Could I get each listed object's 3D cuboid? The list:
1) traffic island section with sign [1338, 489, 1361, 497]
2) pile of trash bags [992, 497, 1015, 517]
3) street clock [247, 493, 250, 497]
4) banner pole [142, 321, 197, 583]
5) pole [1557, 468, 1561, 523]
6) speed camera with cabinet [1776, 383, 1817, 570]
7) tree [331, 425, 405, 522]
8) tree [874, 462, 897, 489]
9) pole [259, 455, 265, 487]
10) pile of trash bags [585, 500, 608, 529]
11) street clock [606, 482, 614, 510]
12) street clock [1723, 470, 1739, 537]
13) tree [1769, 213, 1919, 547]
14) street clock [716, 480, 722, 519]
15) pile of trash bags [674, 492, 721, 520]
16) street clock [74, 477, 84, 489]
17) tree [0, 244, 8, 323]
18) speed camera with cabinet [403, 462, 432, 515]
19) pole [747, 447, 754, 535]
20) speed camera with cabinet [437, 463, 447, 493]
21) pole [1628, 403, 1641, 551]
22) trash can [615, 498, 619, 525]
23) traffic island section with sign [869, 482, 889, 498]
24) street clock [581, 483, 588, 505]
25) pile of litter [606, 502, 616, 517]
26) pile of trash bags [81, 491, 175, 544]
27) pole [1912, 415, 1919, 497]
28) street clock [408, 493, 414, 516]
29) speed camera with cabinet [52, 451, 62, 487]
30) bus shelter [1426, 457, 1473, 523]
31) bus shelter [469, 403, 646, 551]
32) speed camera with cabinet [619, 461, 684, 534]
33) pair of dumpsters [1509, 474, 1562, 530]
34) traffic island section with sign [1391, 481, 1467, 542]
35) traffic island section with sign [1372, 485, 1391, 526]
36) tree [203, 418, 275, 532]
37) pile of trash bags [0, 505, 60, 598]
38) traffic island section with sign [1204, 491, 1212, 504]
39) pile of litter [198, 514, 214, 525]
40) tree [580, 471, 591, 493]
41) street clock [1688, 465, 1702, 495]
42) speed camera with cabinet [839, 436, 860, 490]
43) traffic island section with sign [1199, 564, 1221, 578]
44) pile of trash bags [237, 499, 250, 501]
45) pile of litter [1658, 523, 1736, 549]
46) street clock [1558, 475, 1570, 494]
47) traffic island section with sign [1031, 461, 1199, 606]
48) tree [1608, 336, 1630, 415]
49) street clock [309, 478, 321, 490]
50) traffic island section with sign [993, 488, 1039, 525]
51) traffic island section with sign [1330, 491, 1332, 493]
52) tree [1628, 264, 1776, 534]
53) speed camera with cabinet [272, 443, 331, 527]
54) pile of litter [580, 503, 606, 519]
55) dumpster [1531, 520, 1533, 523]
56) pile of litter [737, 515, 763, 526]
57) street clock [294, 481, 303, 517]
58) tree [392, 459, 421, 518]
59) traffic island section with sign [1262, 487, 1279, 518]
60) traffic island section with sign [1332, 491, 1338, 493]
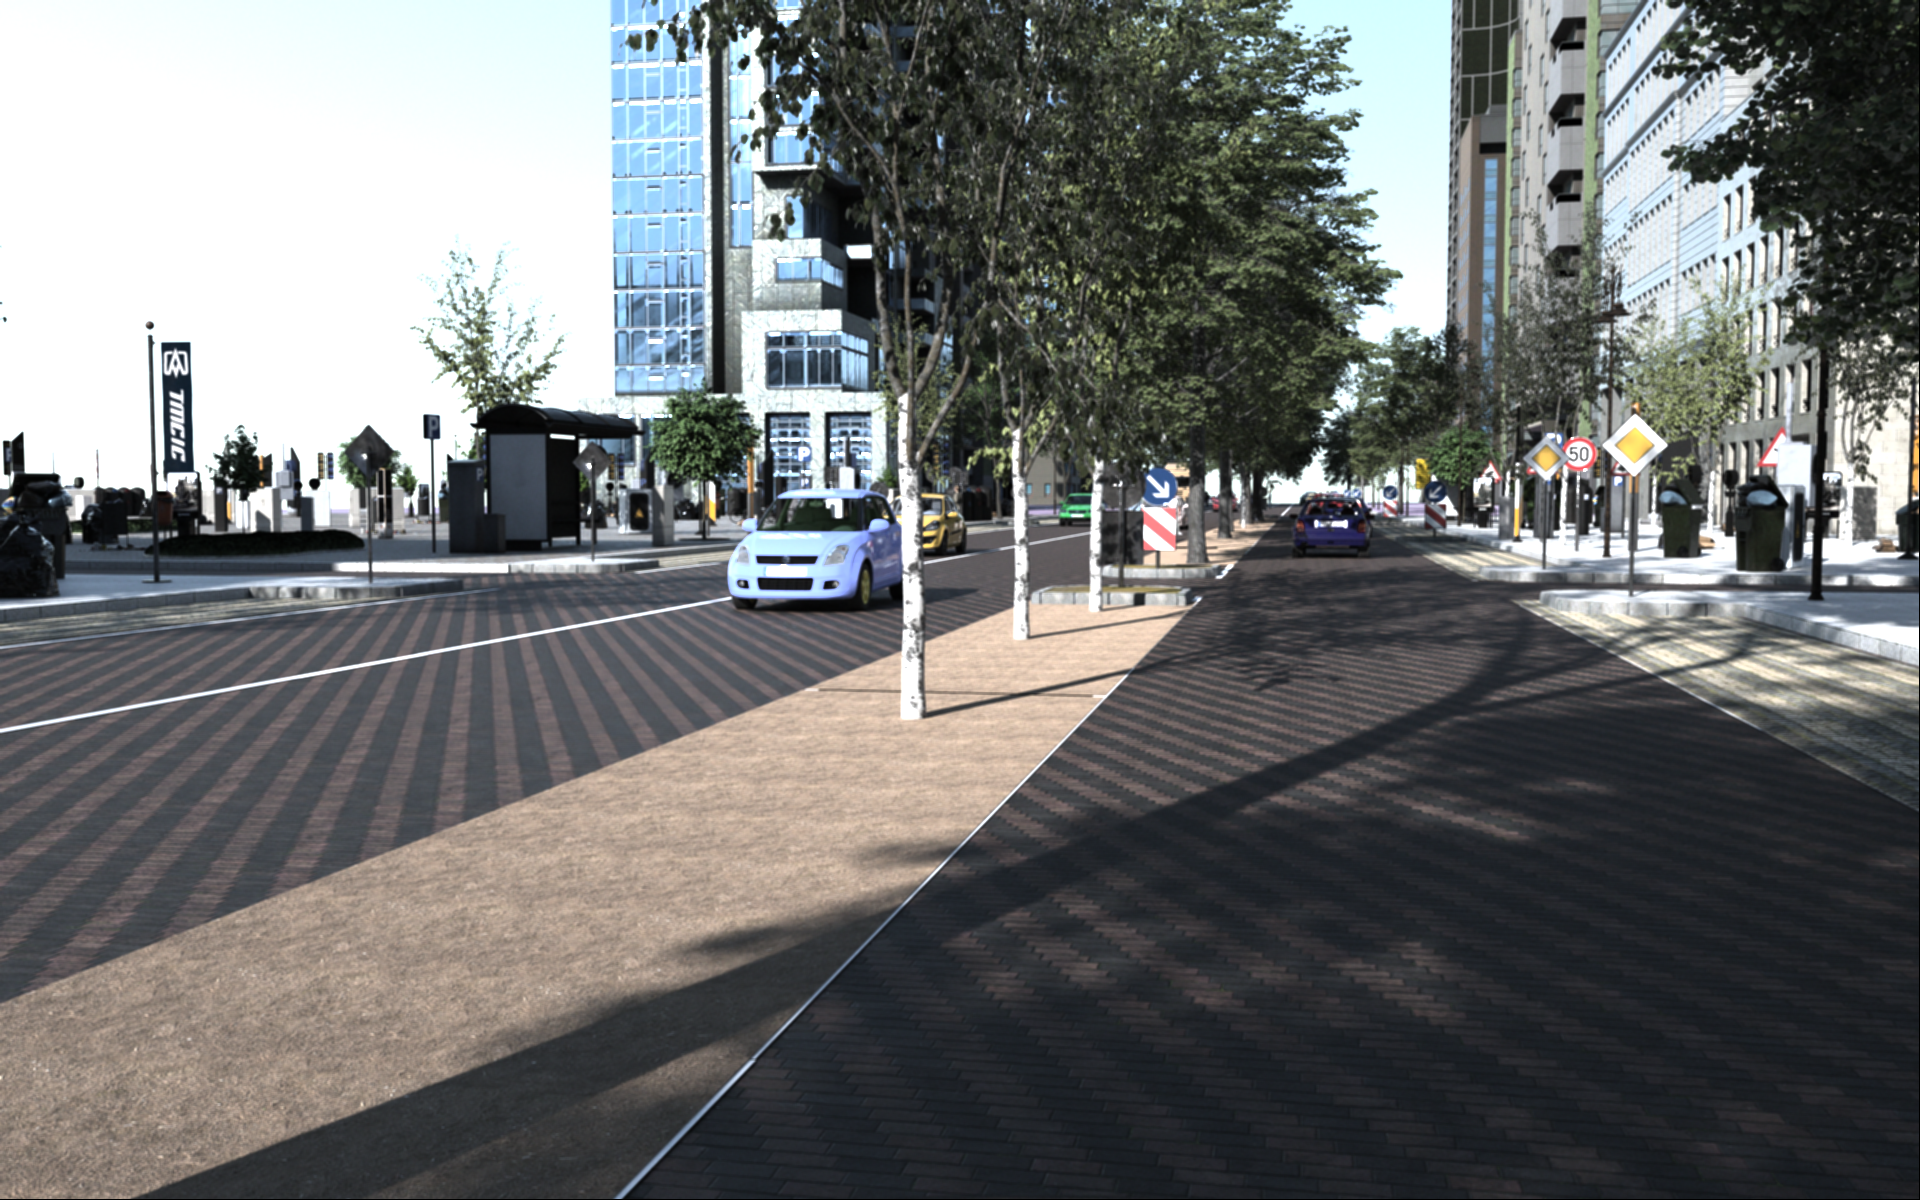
[{"bbox_3d":[28.992,-7.247,127.119,1.989,1.847,2.006,1,4,11],"label":"traffic island section with sign"},{"bbox_3d":[1.553,-5.385,97.789,3.447,1.369,1.912,-1,4,-9],"label":"pile of trash bags"},{"bbox_3d":[-48.197,-6.926,117.806,0.471,2.002,0.358,2,4,28],"label":"street clock"},{"bbox_3d":[-11.473,-2.145,25.096,0.863,3.779,0.401,0,4,7],"label":"banner pole"},{"bbox_3d":[24.392,-4.692,70.549,0.158,3.312,0.155,0,3,0],"label":"pole"},{"bbox_3d":[14.473,-2.194,30.207,0.660,3.252,2.038,3,4,38],"label":"speed camera with cabinet"},{"bbox_3d":[-27.852,-5.963,81.207,4.285,4.588,4.351,0,3,0],"label":"tree"},{"bbox_3d":[-4.390,-6.703,104.195,1.663,3.219,1.824,0,3,0],"label":"tree"},{"bbox_3d":[-36.108,-5.859,89.644,0.158,3.312,0.155,0,3,0],"label":"pole"},{"bbox_3d":[-14.854,-3.376,64.958,3.447,1.369,1.912,0,4,2],"label":"pile of trash bags"},{"bbox_3d":[-21.730,-6.298,107.537,0.471,2.002,0.358,-2,4,-34],"label":"street clock"},{"bbox_3d":[23.081,-2.895,51.907,0.358,2.002,0.471,-1,4,-10],"label":"street clock"},{"bbox_3d":[21.980,-5.609,42.065,4.360,8.622,3.978,0,3,0],"label":"tree"},{"bbox_3d":[-14.049,-5.773,98.962,0.358,2.002,0.471,3,4,37],"label":"street clock"},{"bbox_3d":[-13.256,-4.712,86.787,1.912,1.369,3.447,2,4,35],"label":"pile of trash bags"},{"bbox_3d":[-36.662,-4.131,72.115,0.471,2.002,0.358,3,4,36],"label":"street clock"},{"bbox_3d":[-22.981,-5.364,38.060,4.737,8.622,4.395,0,3,0],"label":"tree"},{"bbox_3d":[-33.838,-6.929,107.630,2.038,3.252,0.660,-2,4,-27],"label":"speed camera with cabinet"},{"bbox_3d":[-6.497,-3.662,53.725,0.158,3.312,0.155,0,3,0],"label":"pole"},{"bbox_3d":[-33.881,-7.162,111.438,2.038,3.252,0.660,-3,4,-36],"label":"speed camera with cabinet"},{"bbox_3d":[15.102,-2.748,38.780,0.158,3.312,0.155,0,3,0],"label":"pole"},{"bbox_3d":[-13.377,-3.508,69.008,0.748,1.137,0.748,0,3,0],"label":"trash can"},{"bbox_3d":[-2.638,-2.821,54.755,1.989,1.847,2.006,1,4,11],"label":"traffic island section with sign"},{"bbox_3d":[-18.534,-4.948,85.470,0.471,2.002,0.358,-2,4,-33],"label":"street clock"},{"bbox_3d":[-19.700,-5.209,99.138,1.719,0.858,1.176,0,4,-4],"label":"pile of litter"},{"bbox_3d":[-22.397,-2.177,45.348,3.447,1.369,1.912,-1,4,-15],"label":"pile of trash bags"},{"bbox_3d":[24.716,-3.117,44.811,0.158,3.312,0.155,0,3,0],"label":"pole"},{"bbox_3d":[-30.992,-5.700,97.770,0.358,2.002,0.471,1,4,9],"label":"street clock"},{"bbox_3d":[-42.579,-5.232,79.877,2.038,3.252,0.660,-1,4,-21],"label":"speed camera with cabinet"},{"bbox_3d":[22.582,-5.239,79.573,2.014,3.302,5.546,1,4,11],"label":"bus shelter"},{"bbox_3d":[-9.451,-2.898,41.305,2.014,3.302,5.546,1,4,11],"label":"bus shelter"},{"bbox_3d":[-9.956,-3.763,55.856,2.038,3.252,0.660,-2,4,-35],"label":"speed camera with cabinet"},{"bbox_3d":[21.336,-3.771,64.146,1.574,2.255,4.437,1,4,11],"label":"pair of dumpsters"},{"bbox_3d":[14.117,-2.656,52.049,1.989,1.847,2.006,1,4,11],"label":"traffic island section with sign"},{"bbox_3d":[19.351,-4.273,78.493,1.989,1.847,2.006,1,4,11],"label":"traffic island section with sign"},{"bbox_3d":[-18.026,-3.007,43.772,1.663,3.219,1.824,0,3,0],"label":"tree"},{"bbox_3d":[-13.120,-0.727,21.635,3.447,1.369,1.912,-1,4,-19],"label":"pile of trash bags"},{"bbox_3d":[33.669,-14.025,237.943,1.989,1.847,2.006,1,4,11],"label":"traffic island section with sign"},{"bbox_3d":[-32.150,-3.583,72.546,1.719,0.858,1.176,0,4,-1],"label":"pile of litter"},{"bbox_3d":[-17.845,-5.232,80.141,1.663,3.219,1.824,0,3,0],"label":"tree"},{"bbox_3d":[18.330,-2.365,43.245,0.358,2.002,0.471,1,4,11],"label":"street clock"},{"bbox_3d":[-3.933,-3.930,58.598,0.660,3.252,2.038,1,4,15],"label":"speed camera with cabinet"},{"bbox_3d":[3.542,-1.365,30.447,2.006,1.907,1.989,1,4,11],"label":"traffic island section with sign"},{"bbox_3d":[-41.330,-5.562,100.686,3.447,1.369,1.912,-2,4,-30],"label":"pile of trash bags"},{"bbox_3d":[17.061,-1.617,40.401,1.719,0.858,1.176,0,4,-2],"label":"pile of litter"},{"bbox_3d":[23.247,-3.802,66.730,0.471,2.002,0.358,-3,5,-42],"label":"street clock"},{"bbox_3d":[2.092,-0.920,23.183,2.006,1.907,1.989,1,4,11],"label":"traffic island section with sign"},{"bbox_3d":[28.052,-7.267,69.172,4.737,8.622,4.395,0,3,0],"label":"tree"},{"bbox_3d":[-29.090,-4.498,78.113,0.471,2.002,0.358,0,4,3],"label":"street clock"},{"bbox_3d":[2.695,-4.468,81.687,1.989,1.847,2.006,1,4,11],"label":"traffic island section with sign"},{"bbox_3d":[45.141,-12.227,208.544,1.989,1.847,2.006,1,4,11],"label":"traffic island section with sign"},{"bbox_3d":[24.374,-6.474,56.213,4.737,8.622,4.395,0,3,0],"label":"tree"},{"bbox_3d":[-25.492,-4.447,67.049,2.038,3.252,0.660,-2,4,-34],"label":"speed camera with cabinet"},{"bbox_3d":[-17.951,-4.259,83.605,1.176,0.858,1.719,-1,4,-21],"label":"pile of litter"},{"bbox_3d":[24.566,-4.263,75.459,1.264,1.857,1.865,1,4,11],"label":"dumpster"},{"bbox_3d":[-8.429,-3.395,69.474,1.176,0.858,1.719,1,4,18],"label":"pile of litter"},{"bbox_3d":[-36.874,-5.625,96.540,0.471,2.002,0.358,-2,4,-27],"label":"street clock"},{"bbox_3d":[-30.358,-6.150,95.153,1.663,3.219,1.824,0,3,0],"label":"tree"},{"bbox_3d":[18.147,-5.873,104.158,2.006,1.907,1.989,1,4,11],"label":"traffic island section with sign"},{"bbox_3d":[34.315,-8.891,153.998,1.989,1.847,2.006,1,4,11],"label":"traffic island section with sign"}]
